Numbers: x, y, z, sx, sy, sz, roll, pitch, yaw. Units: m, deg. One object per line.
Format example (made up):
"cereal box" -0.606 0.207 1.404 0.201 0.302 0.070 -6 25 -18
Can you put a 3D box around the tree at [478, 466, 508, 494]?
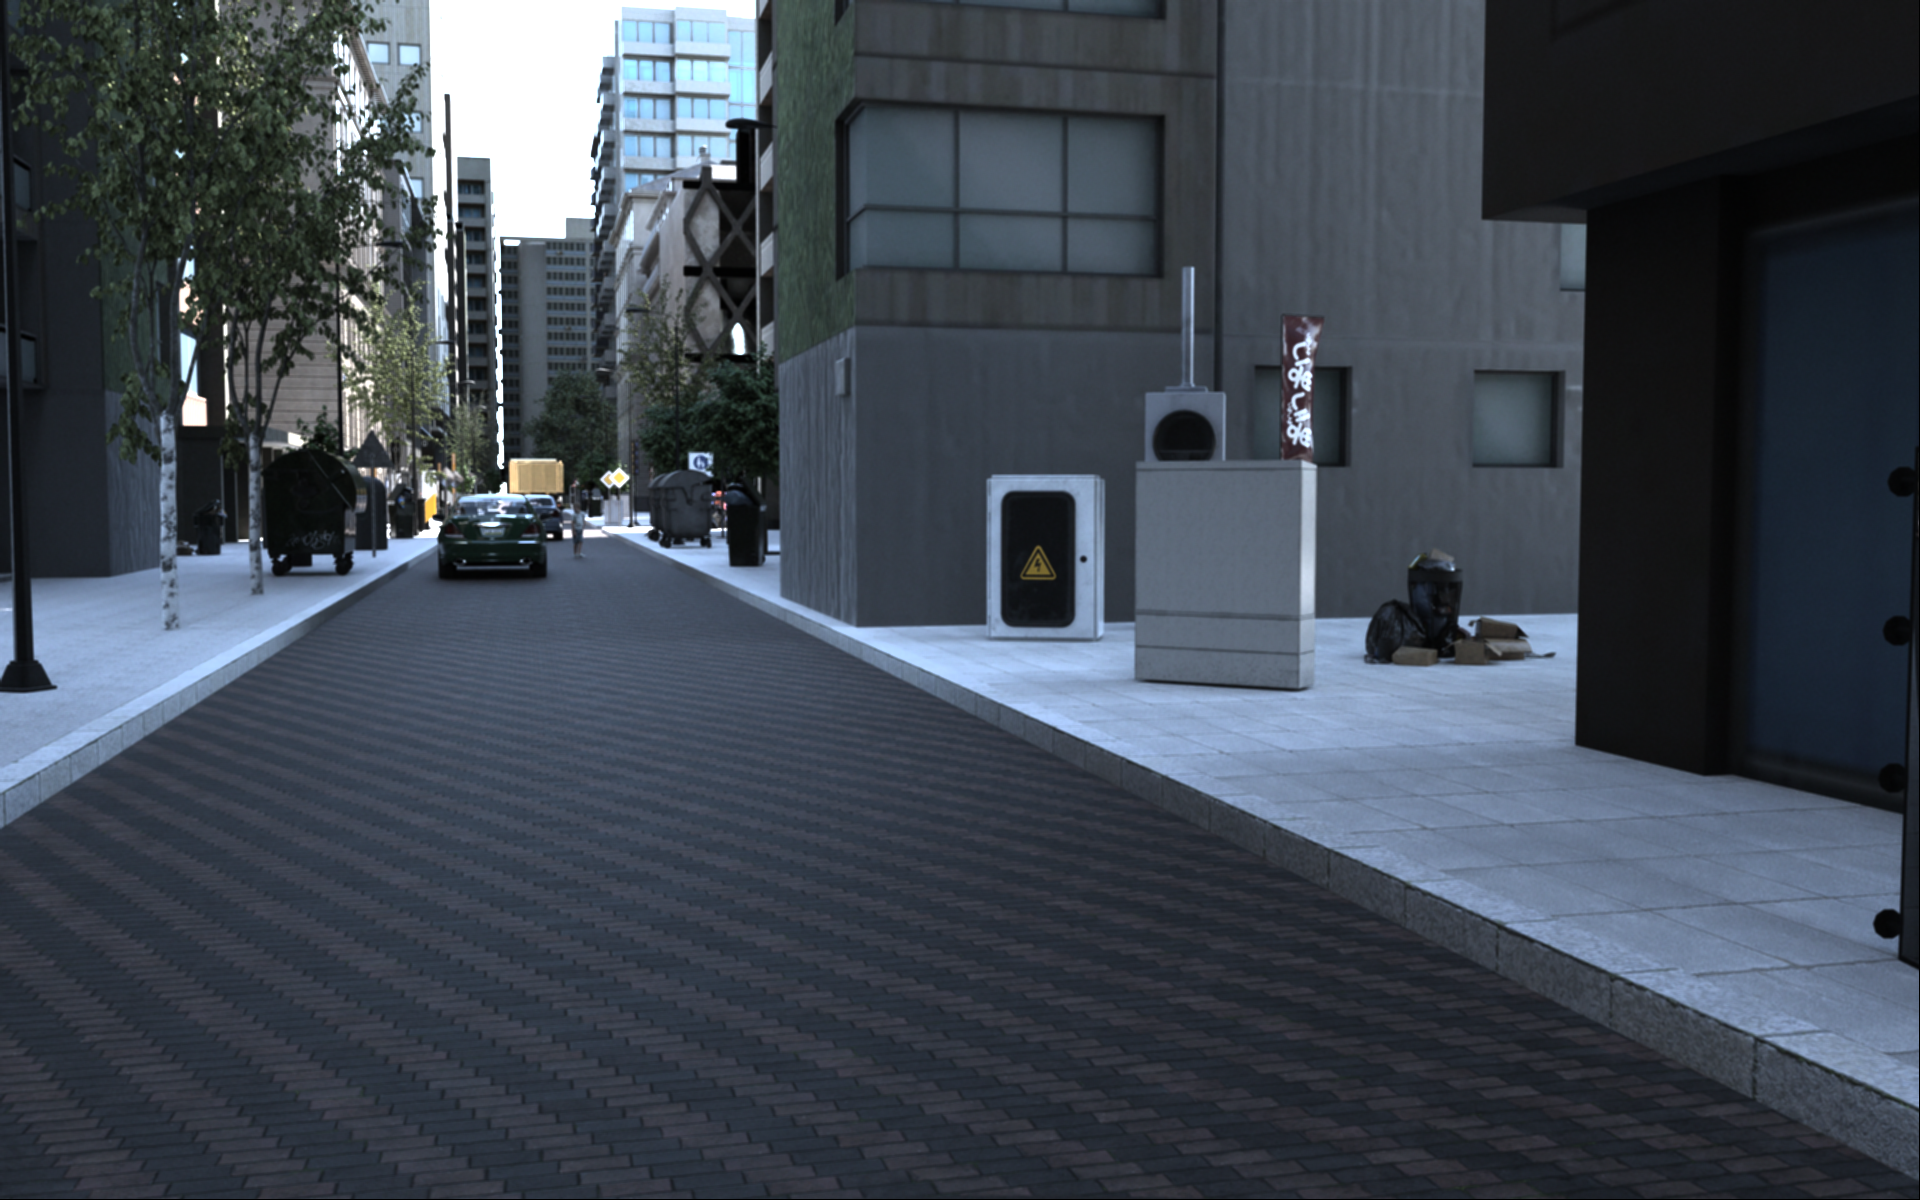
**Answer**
"tree" -53.132 -13.072 197.440 4.285 4.588 4.351 0 3 0

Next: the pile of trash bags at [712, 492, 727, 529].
"pile of trash bags" -9.395 -3.327 64.143 1.912 1.369 3.447 1 4 12

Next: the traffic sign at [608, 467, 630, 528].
"traffic sign" -12.716 -3.733 64.674 0.795 2.450 0.064 -1 4 -14

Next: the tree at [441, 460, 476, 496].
"tree" -30.294 -6.691 104.001 1.663 3.219 1.824 0 3 0

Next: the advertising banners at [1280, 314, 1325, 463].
"advertising banners" 2.666 -1.250 16.633 2.074 3.025 0.090 -2 4 -27

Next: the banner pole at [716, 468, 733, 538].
"banner pole" -6.829 -3.706 50.615 0.401 3.779 0.863 1 4 22

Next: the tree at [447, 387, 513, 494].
"tree" -33.214 -10.340 119.428 4.360 8.622 3.978 0 3 0

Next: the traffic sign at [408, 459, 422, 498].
"traffic sign" -19.245 -3.765 61.662 0.768 2.556 0.104 -1 4 -9

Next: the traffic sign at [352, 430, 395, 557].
"traffic sign" -11.908 -2.149 35.133 0.884 2.594 0.081 -1 4 -12

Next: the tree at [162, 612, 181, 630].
"tree" -7.365 -4.038 16.380 4.737 8.622 4.395 0 3 0

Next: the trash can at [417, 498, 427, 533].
"trash can" -18.120 -2.814 57.661 0.748 1.137 0.748 0 3 0

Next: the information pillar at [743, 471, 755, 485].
"information pillar" -5.563 -2.527 45.801 0.304 2.012 0.304 -1 4 -9

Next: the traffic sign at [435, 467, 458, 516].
"traffic sign" -18.730 -3.642 63.192 0.795 2.450 0.064 -1 4 -14

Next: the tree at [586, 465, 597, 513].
"tree" -21.999 -6.933 107.952 1.663 3.219 1.824 0 3 0

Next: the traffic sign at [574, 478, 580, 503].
"traffic sign" -28.452 -7.912 129.465 0.768 2.556 0.104 -1 4 -10

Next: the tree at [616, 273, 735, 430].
"tree" -9.769 -6.640 58.925 4.737 8.622 4.395 0 3 0

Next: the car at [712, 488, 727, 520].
"car" -8.429 -3.620 68.782 3.694 1.707 1.945 -1 4 -13

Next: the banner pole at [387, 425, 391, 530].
"banner pole" -20.343 -4.393 61.846 0.401 3.779 0.863 -1 4 -22

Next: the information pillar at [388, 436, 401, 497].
"information pillar" -22.760 -4.794 69.732 0.504 3.616 0.183 0 4 -1

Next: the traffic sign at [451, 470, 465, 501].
"traffic sign" -20.673 -4.116 70.938 0.795 2.450 0.064 -1 4 -14

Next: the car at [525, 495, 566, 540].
"car" -13.524 -2.626 54.939 2.014 1.417 4.499 -1 4 -15

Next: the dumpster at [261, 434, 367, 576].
"dumpster" -10.409 -1.551 27.861 1.502 2.255 1.985 -1 4 -14

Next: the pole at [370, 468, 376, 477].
"pole" -20.929 -4.156 61.795 0.158 3.312 0.155 0 3 0

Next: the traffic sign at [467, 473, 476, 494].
"traffic sign" -29.011 -6.264 102.515 0.768 2.556 0.104 0 4 -5

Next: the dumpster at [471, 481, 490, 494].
"dumpster" -35.485 -7.669 127.886 1.502 2.255 1.985 -1 4 -14

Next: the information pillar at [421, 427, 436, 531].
"information pillar" -18.655 -4.244 60.741 0.504 3.616 0.183 1 4 10

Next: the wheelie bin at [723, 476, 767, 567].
"wheelie bin" -3.834 -1.404 30.860 0.693 1.594 0.980 0 4 5

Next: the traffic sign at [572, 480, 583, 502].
"traffic sign" -27.702 -7.685 125.656 0.884 2.594 0.081 0 4 -5

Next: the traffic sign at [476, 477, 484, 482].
"traffic sign" -36.731 -8.091 132.385 0.768 2.556 0.104 -1 4 -10

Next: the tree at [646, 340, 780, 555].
"tree" -4.210 -3.263 37.065 4.285 4.588 4.351 0 3 0

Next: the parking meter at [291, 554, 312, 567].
"parking meter" -11.709 -1.365 30.728 0.372 1.533 0.369 0 3 0

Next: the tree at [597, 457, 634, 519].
"tree" -17.889 -5.898 91.033 1.663 3.219 1.824 0 3 0

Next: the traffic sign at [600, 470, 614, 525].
"traffic sign" -14.659 -4.207 72.420 0.795 2.450 0.064 -1 4 -14

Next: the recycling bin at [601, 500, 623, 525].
"recycling bin" -14.667 -3.717 73.325 0.722 1.027 0.722 0 4 -4

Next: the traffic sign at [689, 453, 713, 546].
"traffic sign" -6.387 -2.483 42.733 0.606 2.300 0.079 0 4 -4

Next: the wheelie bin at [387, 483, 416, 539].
"wheelie bin" -16.173 -2.585 50.170 0.693 1.594 0.980 -3 5 -40

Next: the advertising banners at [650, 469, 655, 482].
"advertising banners" -16.559 -6.080 95.591 0.090 3.025 2.074 -3 5 -44

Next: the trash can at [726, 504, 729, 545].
"trash can" -5.374 -1.863 42.119 0.748 1.137 0.748 0 3 0

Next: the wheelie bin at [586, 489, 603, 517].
"wheelie bin" -20.808 -5.538 98.449 0.980 1.594 0.693 -2 4 -31

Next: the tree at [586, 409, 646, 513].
"tree" -8.362 -4.250 53.200 4.285 4.588 4.351 0 3 0

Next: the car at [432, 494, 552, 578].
"car" -8.410 -1.185 31.173 2.131 1.459 4.920 -1 4 -15

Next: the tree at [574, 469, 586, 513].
"tree" -25.046 -7.423 115.962 1.663 3.219 1.824 0 3 0

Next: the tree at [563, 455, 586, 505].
"tree" -25.047 -8.352 120.265 4.285 4.588 4.351 0 3 0

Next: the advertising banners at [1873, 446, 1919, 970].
"advertising banners" 2.614 -0.461 3.729 0.090 3.025 2.074 0 4 -1

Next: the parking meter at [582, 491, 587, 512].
"parking meter" -27.630 -7.282 127.475 0.372 1.533 0.369 0 3 0

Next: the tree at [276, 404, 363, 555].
"tree" -13.523 -2.602 37.141 1.663 3.219 1.824 0 3 0

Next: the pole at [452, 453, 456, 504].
"pole" -25.259 -5.666 86.490 0.158 3.312 0.155 0 3 0

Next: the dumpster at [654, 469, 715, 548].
"dumpster" -6.568 -2.190 41.566 1.264 1.857 1.865 -1 4 -14

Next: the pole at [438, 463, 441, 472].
"pole" -34.051 -7.309 113.345 0.158 3.312 0.155 0 3 0

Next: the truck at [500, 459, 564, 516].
"truck" -23.120 -6.009 94.175 3.469 3.379 9.791 -1 4 -16

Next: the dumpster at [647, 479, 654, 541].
"dumpster" -7.889 -2.554 47.509 1.264 1.857 1.865 -1 4 -14

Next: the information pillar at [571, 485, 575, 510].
"information pillar" -32.022 -8.482 143.172 0.304 2.012 0.304 -1 4 -13
